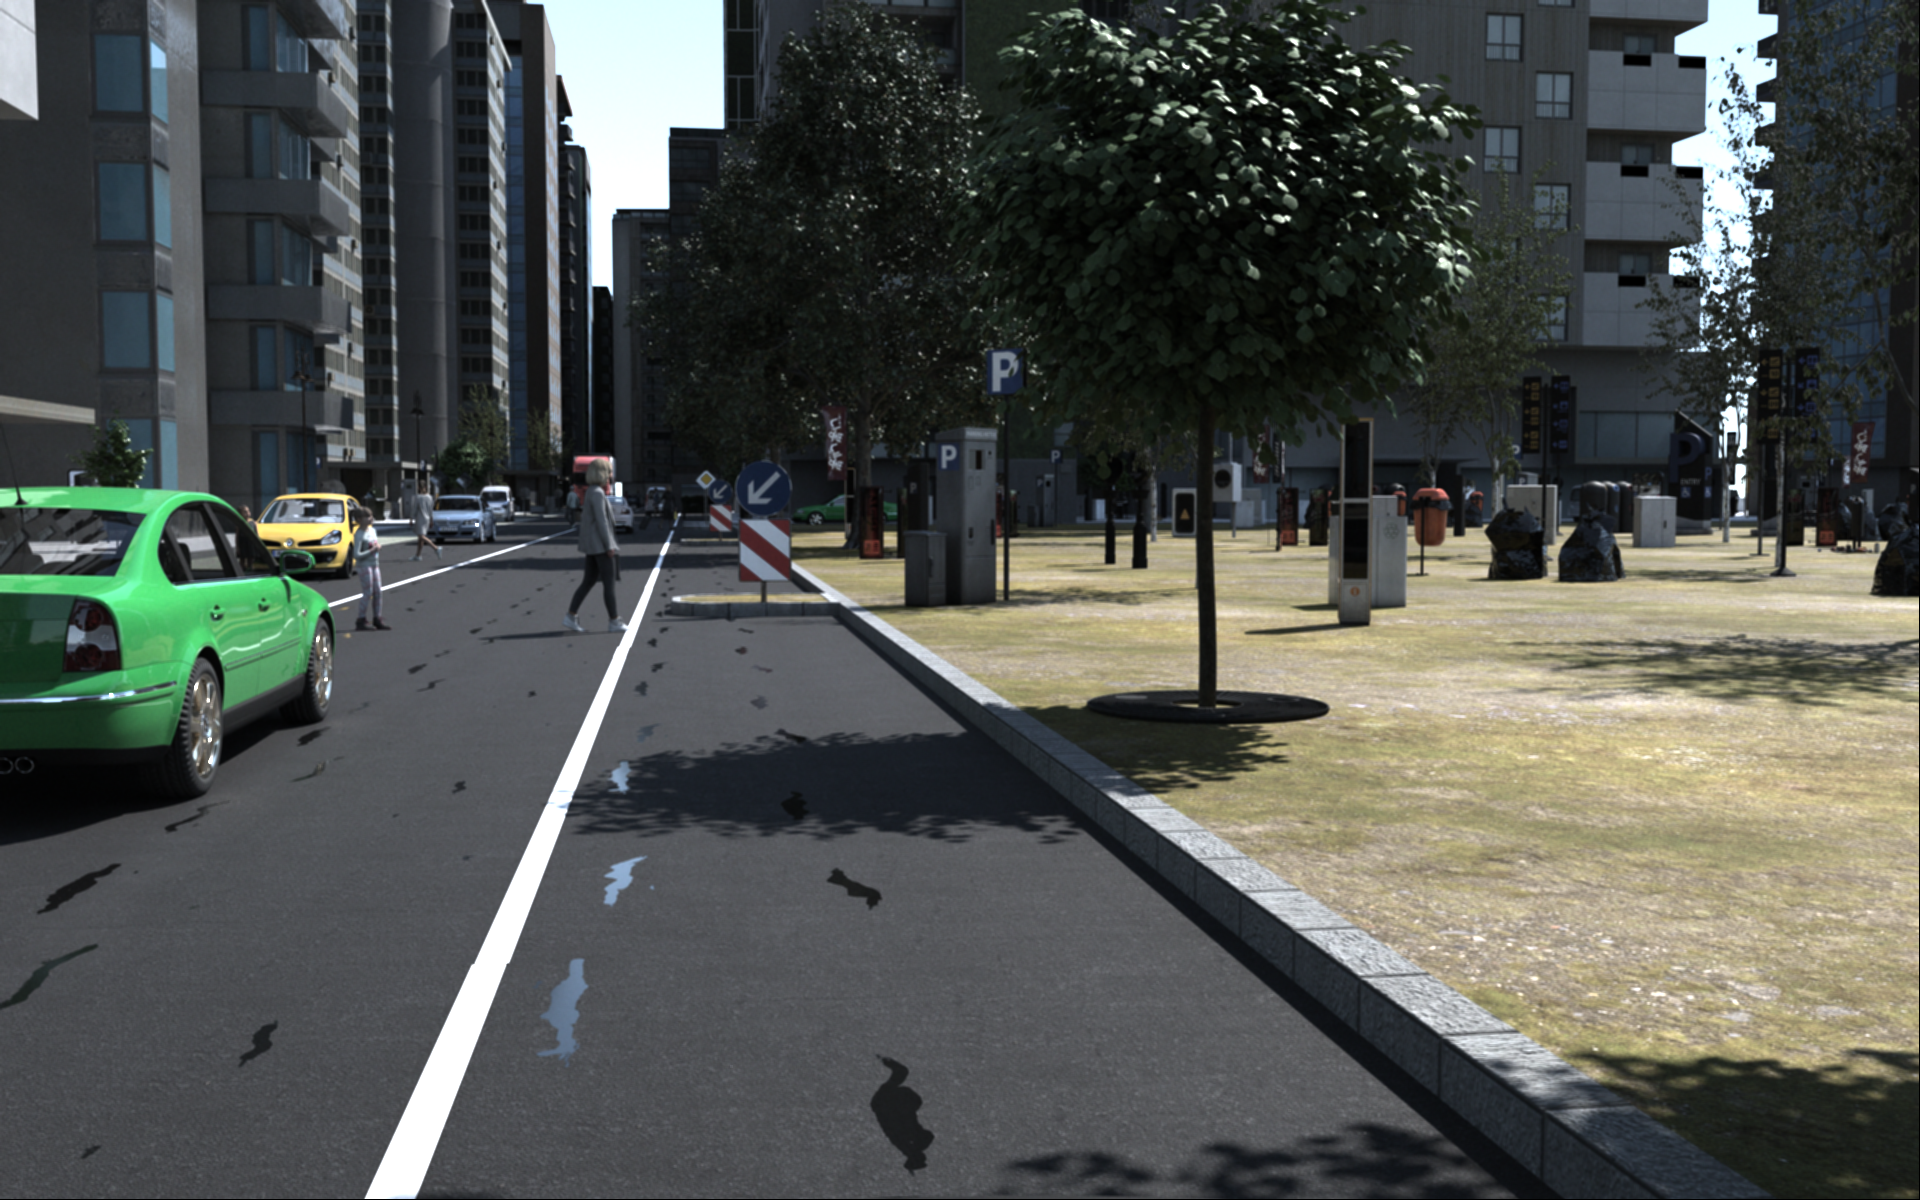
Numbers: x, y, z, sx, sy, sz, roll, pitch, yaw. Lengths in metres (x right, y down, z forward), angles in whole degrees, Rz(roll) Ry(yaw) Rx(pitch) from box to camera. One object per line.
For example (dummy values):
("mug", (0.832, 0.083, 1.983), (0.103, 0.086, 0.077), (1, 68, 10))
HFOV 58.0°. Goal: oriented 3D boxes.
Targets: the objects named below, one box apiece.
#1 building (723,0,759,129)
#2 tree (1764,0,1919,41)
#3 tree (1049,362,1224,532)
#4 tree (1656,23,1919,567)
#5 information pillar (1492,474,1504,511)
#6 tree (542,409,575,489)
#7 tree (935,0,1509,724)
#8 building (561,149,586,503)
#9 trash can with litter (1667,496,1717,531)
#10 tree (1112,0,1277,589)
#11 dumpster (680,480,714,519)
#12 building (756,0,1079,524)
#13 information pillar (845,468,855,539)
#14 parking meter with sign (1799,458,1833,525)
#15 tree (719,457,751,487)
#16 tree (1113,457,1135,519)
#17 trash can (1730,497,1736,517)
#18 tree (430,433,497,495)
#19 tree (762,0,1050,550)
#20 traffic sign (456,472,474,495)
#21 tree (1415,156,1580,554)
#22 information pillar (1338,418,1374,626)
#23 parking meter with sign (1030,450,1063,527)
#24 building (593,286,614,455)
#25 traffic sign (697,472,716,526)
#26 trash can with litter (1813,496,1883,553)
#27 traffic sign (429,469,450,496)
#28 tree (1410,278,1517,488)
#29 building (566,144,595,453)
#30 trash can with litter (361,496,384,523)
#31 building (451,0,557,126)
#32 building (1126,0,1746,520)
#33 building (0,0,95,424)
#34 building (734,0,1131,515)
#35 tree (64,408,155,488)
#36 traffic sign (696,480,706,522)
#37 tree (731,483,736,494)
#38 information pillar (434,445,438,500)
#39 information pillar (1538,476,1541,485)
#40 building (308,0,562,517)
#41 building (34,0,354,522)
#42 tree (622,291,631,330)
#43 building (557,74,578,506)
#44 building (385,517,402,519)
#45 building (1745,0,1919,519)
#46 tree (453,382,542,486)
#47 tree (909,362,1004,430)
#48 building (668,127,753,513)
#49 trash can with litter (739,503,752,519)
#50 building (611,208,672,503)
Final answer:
("building", (-21.376, -47.699, 218.133), (20.563, 71.187, 20.611), (-1, 4, -9))
("tree", (8.886, -3.984, 15.507), (4.360, 8.622, 3.978), (0, 3, 0))
("tree", (5.916, -8.545, 57.832), (7.486, 12.596, 7.792), (0, 3, 0))
("tree", (14.200, -4.876, 30.079), (4.360, 8.622, 3.978), (0, 3, 0))
("information pillar", (19.454, -3.558, 62.668), (0.304, 2.012, 0.304), (3, 5, 40))
("tree", (-34.888, -11.971, 146.089), (4.737, 8.622, 4.395), (0, 3, 0))
("tree", (1.479, -1.627, 10.311), (4.285, 4.588, 4.351), (0, 3, 0))
("building", (-50.815, -31.545, 199.361), (14.154, 41.232, 14.086), (-1, 4, -9))
("trash can with litter", (24.990, -2.993, 59.990), (2.233, 1.210, 1.678), (2, 4, 34))
("tree", (3.401, -4.473, 23.504), (4.360, 8.622, 3.978), (0, 3, 0))
("dumpster", (-14.950, -5.744, 98.868), (1.985, 2.255, 1.502), (-1, 4, -9))
("building", (-2.526, -24.481, 83.855), (14.086, 41.232, 14.154), (-1, 4, -9))
("information pillar", (-3.118, -2.731, 49.141), (0.304, 2.012, 0.304), (0, 4, -5))
("parking meter with sign", (35.611, -4.675, 72.690), (1.738, 3.016, 0.543), (3, 4, 36))
("tree", (-12.207, -7.132, 100.319), (4.285, 4.588, 4.351), (0, 3, 0))
("tree", (8.198, -5.707, 87.917), (1.663, 3.219, 1.824), (0, 3, 0))
("trash can", (43.630, -5.291, 98.159), (0.748, 1.137, 0.748), (0, 3, 0))
("tree", (-27.931, -6.962, 97.542), (4.285, 4.588, 4.351), (0, 3, 0))
("tree", (-2.166, -7.532, 40.164), (9.611, 12.733, 9.660), (0, 3, 0))
("traffic sign", (-21.917, -4.470, 76.723), (0.795, 2.450, 0.064), (-1, 4, -9))
("tree", (11.306, -5.301, 37.033), (4.737, 8.622, 4.395), (0, 3, 0))
("information pillar", (3.869, -0.762, 16.951), (0.304, 2.012, 0.304), (1, 4, 10))
("parking meter with sign", (3.269, -4.341, 67.239), (0.543, 3.016, 1.738), (3, 4, 37))
("building", (-55.031, -28.594, 239.211), (14.107, 30.474, 14.160), (-1, 4, -9))
("traffic sign", (-10.307, -4.085, 70.436), (0.795, 2.450, 0.064), (-1, 4, -9))
("trash can with litter", (19.944, -1.674, 38.423), (1.678, 1.210, 2.233), (1, 4, 16))
("traffic sign", (-20.678, -3.987, 68.834), (0.795, 2.450, 0.064), (-1, 4, -9))
("tree", (15.482, -6.452, 55.850), (4.360, 8.622, 3.978), (0, 3, 0))
("building", (-53.606, -34.686, 217.225), (14.200, 45.320, 14.600), (-1, 4, -9))
("trash can with litter", (-26.927, -4.119, 78.405), (1.678, 1.210, 2.233), (-2, 4, -29))
("building", (-43.673, -30.938, 155.949), (14.600, 45.320, 14.200), (-1, 4, -9))
("building", (24.443, -31.077, 97.340), (27.495, 52.752, 28.713), (-1, 4, -9))
("building", (-29.754, -26.373, 20.435), (28.713, 52.752, 27.495), (-1, 4, -9))
("building", (1.221, -25.902, 115.381), (32.217, 40.220, 23.993), (-1, 4, -9))
("tree", (-18.877, -2.711, 38.919), (1.663, 3.219, 1.824), (0, 3, 0))
("traffic sign", (-11.546, -4.568, 78.325), (0.795, 2.450, 0.064), (-1, 4, -9))
("tree", (-20.763, -9.789, 154.655), (1.663, 3.219, 1.824), (0, 3, 0))
("information pillar", (-24.803, -5.546, 82.033), (0.183, 3.616, 0.504), (-2, 4, -27))
("information pillar", (23.685, -4.031, 70.396), (0.304, 2.012, 0.304), (-1, 4, -21))
("building", (-46.294, -26.563, 126.190), (32.217, 40.220, 23.993), (-1, 4, -9))
("building", (-36.287, -26.596, 54.451), (30.456, 49.044, 23.786), (-1, 4, -9))
("tree", (-6.069, -8.529, 56.451), (9.611, 12.733, 9.660), (0, 3, 0))
("building", (-50.901, -31.925, 176.591), (22.147, 44.769, 28.867), (-1, 4, -9))
("building", (-46.401, -24.585, 93.851), (32.217, 40.220, 23.993), (-1, 4, -9))
("building", (54.119, -27.182, 94.533), (14.200, 45.320, 14.600), (-1, 4, -9))
("tree", (-30.724, -9.931, 112.734), (4.737, 8.622, 4.395), (0, 3, 0))
("tree", (-0.088, -7.143, 67.153), (4.737, 8.622, 4.395), (0, 3, 0))
("building", (-16.327, -22.551, 140.407), (14.160, 30.474, 14.107), (-1, 4, -9))
("trash can with litter", (-10.415, -4.488, 84.760), (0.624, 1.170, 1.055), (-2, 4, -27))
("building", (-41.100, -34.094, 241.033), (14.086, 41.232, 14.154), (-1, 4, -9))
